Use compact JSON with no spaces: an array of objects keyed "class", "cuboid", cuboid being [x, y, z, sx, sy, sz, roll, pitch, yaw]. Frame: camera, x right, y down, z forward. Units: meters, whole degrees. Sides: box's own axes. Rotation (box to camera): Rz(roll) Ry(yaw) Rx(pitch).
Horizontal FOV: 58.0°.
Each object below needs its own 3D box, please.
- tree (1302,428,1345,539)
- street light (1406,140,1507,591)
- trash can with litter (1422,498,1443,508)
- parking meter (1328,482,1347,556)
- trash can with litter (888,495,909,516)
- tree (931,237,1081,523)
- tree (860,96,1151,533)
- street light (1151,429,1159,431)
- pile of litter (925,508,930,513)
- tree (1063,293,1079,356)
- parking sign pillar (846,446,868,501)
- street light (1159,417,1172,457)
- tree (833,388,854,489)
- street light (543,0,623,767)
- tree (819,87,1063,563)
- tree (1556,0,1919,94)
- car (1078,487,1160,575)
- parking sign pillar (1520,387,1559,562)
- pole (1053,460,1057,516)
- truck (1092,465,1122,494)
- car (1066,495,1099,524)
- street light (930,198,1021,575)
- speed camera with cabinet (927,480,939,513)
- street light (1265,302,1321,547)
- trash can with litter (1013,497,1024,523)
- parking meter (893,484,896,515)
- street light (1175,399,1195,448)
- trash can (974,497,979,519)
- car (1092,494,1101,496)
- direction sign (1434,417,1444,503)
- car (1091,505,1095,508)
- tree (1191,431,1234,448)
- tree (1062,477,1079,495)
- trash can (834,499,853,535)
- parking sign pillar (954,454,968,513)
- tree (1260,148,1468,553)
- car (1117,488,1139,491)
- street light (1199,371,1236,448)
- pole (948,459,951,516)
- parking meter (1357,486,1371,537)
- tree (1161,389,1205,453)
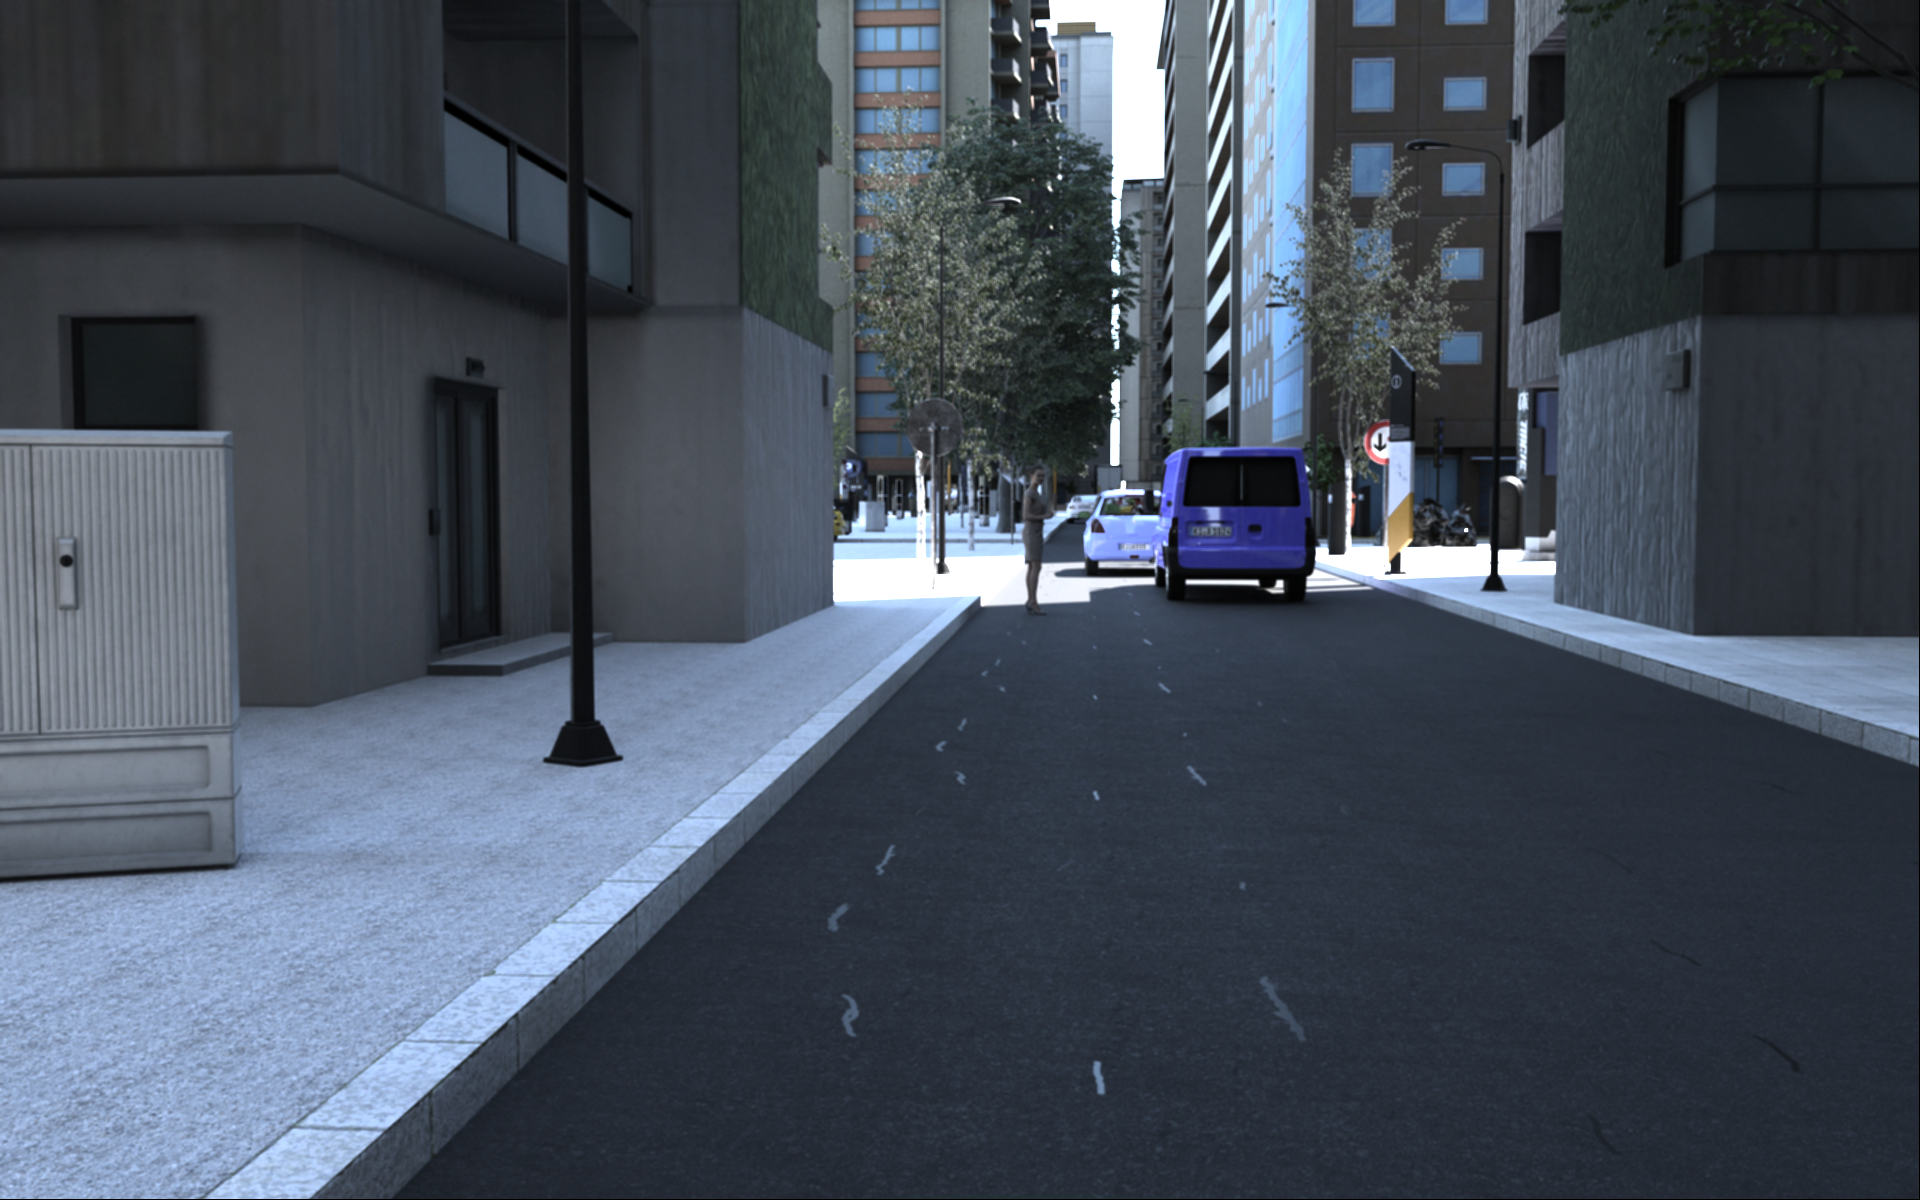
[{"class":"tree","cuboid":[10.487,-3.390,50.025,1.663,3.219,1.824,0,3,0]},{"class":"street light","cuboid":[6.547,-3.077,22.854,1.470,5.913,1.316,0,4,4]},{"class":"trash can with litter","cuboid":[13.793,-2.364,50.031,1.055,1.170,0.624,-2,4,-24]},{"class":"parking meter","cuboid":[7.888,-1.701,36.223,0.372,1.533,0.369,0,3,0]},{"class":"trash can with litter","cuboid":[-3.980,-5.519,101.298,2.233,1.210,1.678,3,5,41]},{"class":"tree","cuboid":[2.470,-9.741,77.398,7.486,12.596,7.792,0,3,0]},{"class":"tree","cuboid":[1.620,-9.192,56.952,9.857,13.997,8.962,0,3,0]},{"class":"street light","cuboid":[14.400,-9.292,124.459,1.470,5.913,1.316,0,4,4]},{"class":"pile of litter","cuboid":[-2.008,-6.468,119.722,1.176,0.858,1.719,3,5,43]},{"class":"tree","cuboid":[0.331,-5.412,38.853,4.360,8.622,3.978,0,3,0]},{"class":"parking sign pillar","cuboid":[-5.845,-6.639,97.021,1.447,3.967,1.447,2,4,27]},{"class":"street light","cuboid":[12.910,-8.044,104.065,1.470,5.913,1.316,0,4,4]},{"class":"tree","cuboid":[-8.772,-9.993,113.748,4.737,8.622,4.395,0,3,0]},{"class":"street light","cuboid":[-1.271,-2.174,8.094,1.470,5.913,1.316,0,4,4]},{"class":"tree","cuboid":[-0.662,-4.975,31.710,4.360,8.622,3.978,0,3,0]},{"class":"tree","cuboid":[7.039,-5.162,10.152,9.928,11.665,9.643,0,3,0]},{"class":"car","cuboid":[3.137,-1.357,31.785,1.945,1.707,3.694,0,4,3]},{"class":"parking sign pillar","cuboid":[11.549,-2.739,33.257,1.447,3.967,1.447,-1,4,-21]},{"class":"pole","cuboid":[5.461,-6.458,99.430,0.158,3.312,0.155,0,3,0]},{"class":"truck","cuboid":[14.432,-11.061,169.766,2.839,4.237,11.283,0,4,3]},{"class":"car","cuboid":[6.240,-4.466,85.380,2.083,1.381,4.827,0,4,6]},{"class":"street light","cuboid":[0.250,-3.352,27.342,1.470,5.913,1.316,0,4,4]},{"class":"speed camera with cabinet","cuboid":[-1.761,-7.428,115.787,0.660,3.252,2.038,1,4,10]},{"class":"street light","cuboid":[8.094,-4.254,42.100,1.470,5.913,1.316,0,4,4]},{"class":"trash can with litter","cuboid":[2.618,-3.945,75.891,1.055,1.170,0.624,-1,4,-14]},{"class":"parking meter","cuboid":[-3.791,-5.977,103.436,0.399,1.863,0.255,-1,4,-15]},{"class":"street light","cuboid":[11.303,-6.861,84.724,1.470,5.913,1.316,0,4,4]},{"class":"trash can","cuboid":[0.842,-4.847,90.899,0.748,1.137,0.748,0,3,0]},{"class":"car","cuboid":[10.868,-7.620,136.594,2.014,1.417,4.499,0,4,3]},{"class":"direction sign","cuboid":[14.171,-3.629,51.331,0.379,3.537,0.876,0,4,0]},{"class":"car","cuboid":[6.108,-3.504,67.513,2.015,1.641,3.980,0,4,5]},{"class":"tree","cuboid":[12.914,-6.348,87.503,4.285,4.588,4.351,0,3,0]},{"class":"tree","cuboid":[12.585,-12.239,194.710,1.663,3.219,1.824,0,3,0]},{"class":"trash can","cuboid":[-3.693,-2.606,54.265,0.748,1.137,0.748,0,3,0]},{"class":"parking sign pillar","cuboid":[0.304,-7.936,118.231,1.447,3.967,1.447,2,4,26]},{"class":"tree","cuboid":[8.736,-5.344,37.735,4.360,8.622,3.978,0,3,0]},{"class":"car","cuboid":[11.366,-6.637,117.192,2.281,1.827,5.304,0,4,4]},{"class":"street light","cuboid":[9.809,-5.668,65.207,1.470,5.913,1.316,0,4,4]},{"class":"pole","cuboid":[-0.627,-6.611,101.926,0.158,3.312,0.155,0,3,0]},{"class":"parking meter","cuboid":[12.054,-2.648,51.700,0.372,1.533,0.369,0,3,0]},{"class":"tree","cuboid":[15.798,-10.387,120.185,4.737,8.622,4.395,0,3,0]}]
